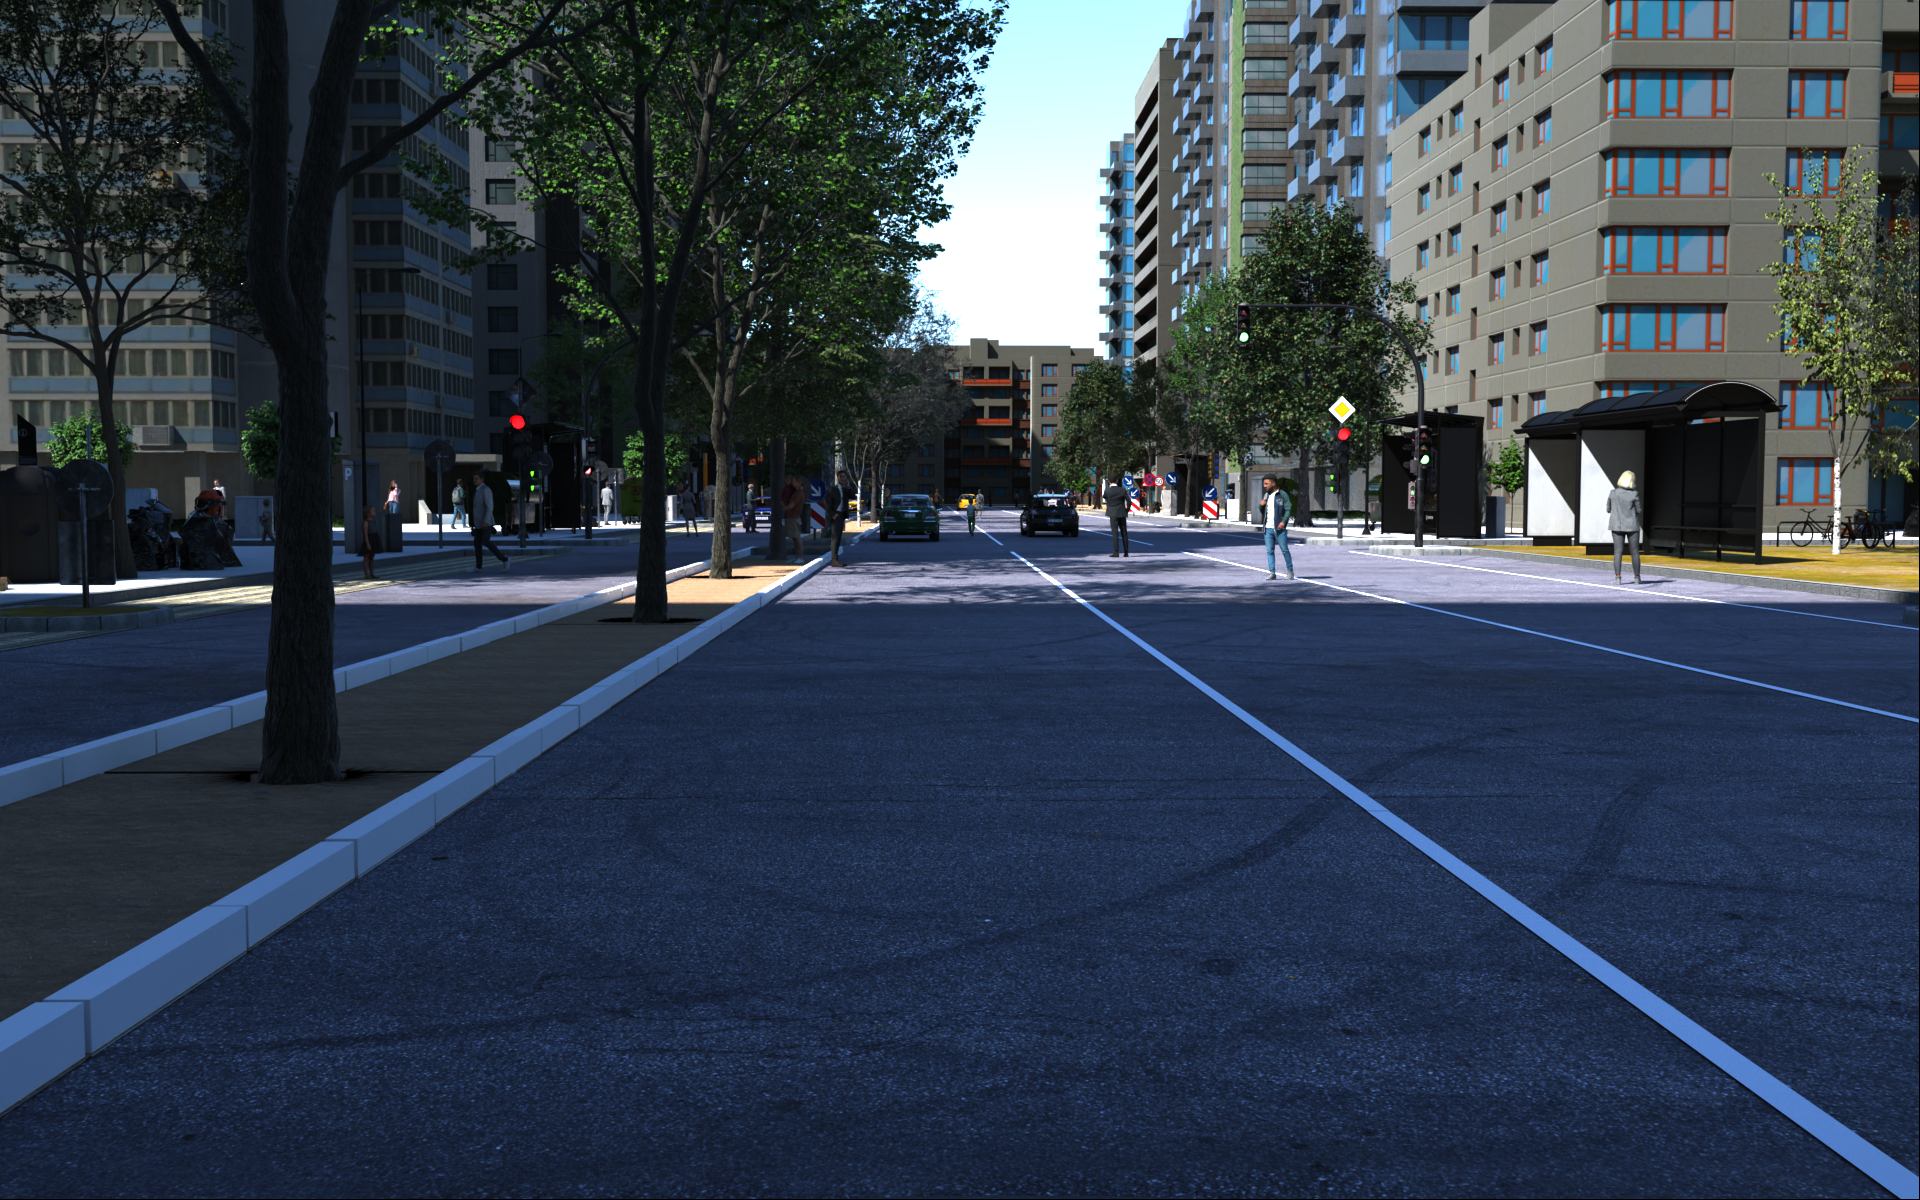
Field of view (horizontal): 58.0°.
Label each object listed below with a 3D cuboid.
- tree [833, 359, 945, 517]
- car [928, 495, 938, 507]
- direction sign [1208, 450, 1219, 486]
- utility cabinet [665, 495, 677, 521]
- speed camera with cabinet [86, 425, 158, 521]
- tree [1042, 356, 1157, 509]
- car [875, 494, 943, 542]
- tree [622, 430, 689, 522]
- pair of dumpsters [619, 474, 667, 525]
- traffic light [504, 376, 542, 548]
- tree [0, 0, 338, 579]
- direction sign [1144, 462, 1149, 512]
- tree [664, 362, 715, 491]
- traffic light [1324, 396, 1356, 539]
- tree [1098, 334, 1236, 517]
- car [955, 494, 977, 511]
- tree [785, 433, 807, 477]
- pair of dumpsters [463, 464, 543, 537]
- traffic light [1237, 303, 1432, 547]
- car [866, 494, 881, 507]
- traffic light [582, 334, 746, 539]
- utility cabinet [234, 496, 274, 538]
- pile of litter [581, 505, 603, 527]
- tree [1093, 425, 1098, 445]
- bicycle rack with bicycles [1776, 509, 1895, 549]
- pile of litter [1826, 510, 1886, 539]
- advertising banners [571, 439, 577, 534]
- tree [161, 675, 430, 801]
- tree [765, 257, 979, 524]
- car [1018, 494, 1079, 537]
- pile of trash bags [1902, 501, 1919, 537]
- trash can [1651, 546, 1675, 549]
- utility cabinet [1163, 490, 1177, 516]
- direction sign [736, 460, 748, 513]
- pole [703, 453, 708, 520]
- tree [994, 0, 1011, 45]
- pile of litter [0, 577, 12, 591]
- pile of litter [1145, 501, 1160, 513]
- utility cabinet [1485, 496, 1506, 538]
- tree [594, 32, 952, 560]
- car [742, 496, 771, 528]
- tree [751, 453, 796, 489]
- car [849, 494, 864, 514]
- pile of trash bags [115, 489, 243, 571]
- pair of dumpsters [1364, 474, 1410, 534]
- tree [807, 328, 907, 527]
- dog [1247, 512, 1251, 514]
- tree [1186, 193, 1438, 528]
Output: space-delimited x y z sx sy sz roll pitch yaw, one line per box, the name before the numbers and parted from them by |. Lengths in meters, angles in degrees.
tree | -5.126 -10.504 108.614 8.767 10.594 7.601 0 4 -1
car | -2.012 -4.123 79.410 2.014 1.417 4.499 0 4 -1
direction sign | 13.017 -5.937 89.067 0.379 3.537 0.876 -2 4 -30
utility cabinet | -14.087 -4.441 83.778 0.306 1.237 1.020 -3 5 -43
speed camera with cabinet | -24.159 -3.384 49.666 2.038 3.252 0.660 0 4 -4
tree | 11.622 -13.901 144.282 9.611 12.733 9.660 0 3 0
car | -1.581 -2.563 53.707 2.131 1.459 4.920 0 4 -2
tree | -14.152 -5.905 80.266 4.285 4.588 4.351 0 3 0
pair of dumpsters | -13.678 -4.408 74.565 1.574 2.255 4.437 0 4 -1
traffic light | -10.428 -3.201 41.261 0.839 4.253 0.868 0 4 -1
tree | -13.009 -5.603 26.027 7.601 10.594 8.767 0 4 -1
direction sign | 13.425 -8.104 124.498 0.379 3.537 0.876 2 4 28
tree | -14.801 -8.674 92.190 4.737 8.622 4.395 0 3 0
traffic light | 10.893 -3.713 49.627 0.839 4.253 0.868 0 4 -1
tree | 12.458 -9.824 95.027 8.767 10.594 7.601 1 4 9
car | 0.626 -8.408 147.695 2.015 1.641 3.980 0 4 -2
tree | -15.823 -13.537 171.692 4.360 8.622 3.978 0 3 0
pair of dumpsters | -14.275 -3.161 54.169 1.574 2.255 4.437 0 4 -1
traffic light | 8.940 -4.086 41.466 4.771 5.953 1.251 0 4 -1
car | -9.731 -11.517 197.102 1.959 1.807 4.718 0 3 0
traffic light | -8.475 -4.566 49.316 4.771 5.953 1.251 0 4 -1
utility cabinet | -20.512 -2.395 50.323 1.020 1.237 0.306 -1 4 -15
pile of litter | -14.751 -3.255 67.179 1.719 0.858 1.176 -1 4 -9
tree | 12.160 -10.899 112.611 7.601 10.594 8.767 0 4 -6
bicycle rack with bicycles | 21.199 -1.718 41.478 2.925 0.926 2.852 -1 4 -17
pile of litter | 25.642 -2.179 49.593 1.719 0.858 1.176 1 4 14
advertising banners | -12.486 -3.657 55.984 0.090 3.025 2.074 -1 4 -16
tree | -3.182 -4.891 8.179 9.928 11.665 9.643 0 3 0
tree | -4.149 -10.446 83.621 12.009 13.543 11.850 0 3 0
car | 3.026 -3.012 59.026 2.009 1.686 4.222 0 4 -3
pile of trash bags | 30.013 -2.545 51.368 3.447 1.369 1.912 0 4 -6
trash can | 16.407 -1.751 40.286 0.748 1.137 0.748 0 3 0
utility cabinet | 12.125 -5.595 100.158 0.318 1.500 1.173 -1 4 -23
direction sign | -14.678 -7.624 116.649 0.876 3.537 0.379 -2 4 -34
pole | -12.625 -5.632 85.919 0.158 3.312 0.155 0 3 0
tree | -5.323 -11.959 53.868 12.611 20.169 13.585 0 3 0
pile of litter | -13.322 -0.559 23.101 1.176 0.858 1.719 -2 4 -27
pile of litter | 13.199 -6.411 118.793 1.176 0.858 1.719 2 4 30
utility cabinet | 15.752 -2.432 50.922 0.306 1.237 1.020 0 4 0
tree | -4.066 -7.156 37.577 7.486 12.596 7.792 0 3 0
car | -8.239 -3.742 73.763 1.945 1.354 3.894 0 3 0
tree | -14.260 -9.091 132.350 4.285 4.588 4.351 0 3 0
car | -7.545 -6.620 118.464 2.015 1.641 3.980 0 4 -2
pile of trash bags | -13.589 -1.266 30.449 1.912 1.369 3.447 0 4 -8
pair of dumpsters | 14.762 -3.369 57.579 1.574 2.255 4.437 0 4 -1
tree | -4.420 -7.503 75.495 4.360 8.622 3.978 0 3 0
dog | 18.220 -5.563 108.684 0.748 0.427 0.550 1 4 9
tree | 13.207 -9.117 66.066 9.611 12.733 9.660 0 3 0
